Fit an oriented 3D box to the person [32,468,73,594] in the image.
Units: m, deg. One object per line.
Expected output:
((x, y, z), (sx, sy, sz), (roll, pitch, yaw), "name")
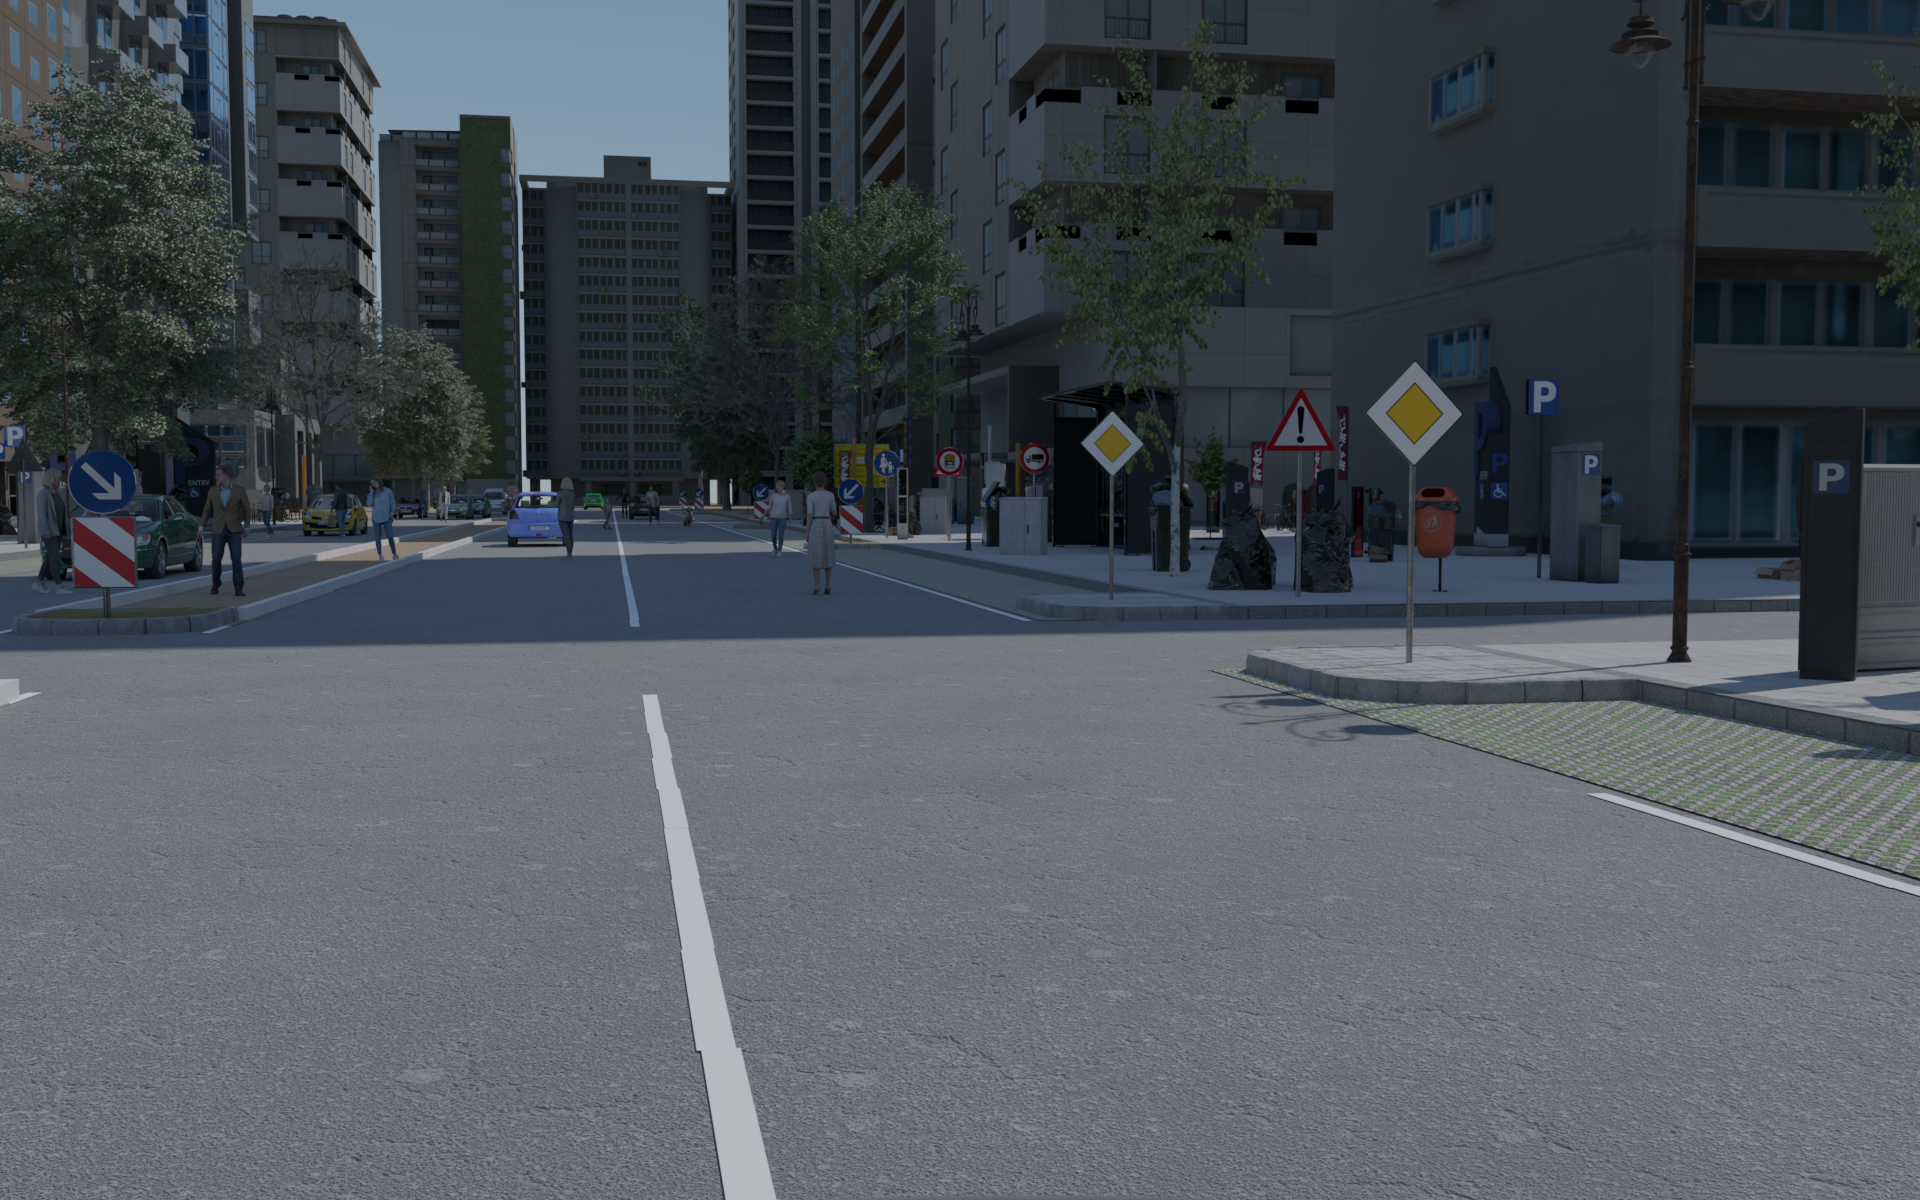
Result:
((-12.996, -0.991, 24.879), (0.728, 1.800, 0.709), (1, 4, 11), "person")

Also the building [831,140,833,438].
((-4.734, -28.840, 155.135), (14.154, 41.232, 14.086), (-1, 4, -11), "building")

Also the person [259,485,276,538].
((-22.609, -2.901, 56.602), (0.731, 1.740, 0.598), (1, 4, 20), "person")

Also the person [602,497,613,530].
((-14.276, -3.513, 70.203), (0.640, 1.303, 0.475), (3, 4, 36), "person")

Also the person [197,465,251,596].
((-10.318, -0.971, 24.283), (0.656, 1.842, 0.836), (-3, 5, -45), "person")

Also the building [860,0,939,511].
((4.939, -30.606, 124.112), (21.300, 48.544, 21.600), (-1, 4, -11), "building")

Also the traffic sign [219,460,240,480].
((-27.106, -3.922, 64.228), (0.768, 2.556, 0.104), (-1, 4, -10), "traffic sign")

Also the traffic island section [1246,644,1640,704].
((3.434, 0.556, 13.187), (2.009, 0.180, 2.903), (-1, 4, -11), "traffic island section")

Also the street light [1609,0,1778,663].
((5.504, -2.464, 13.078), (0.468, 5.910, 1.993), (-1, 4, -11), "street light")

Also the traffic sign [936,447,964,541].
((-0.289, -2.885, 47.272), (0.768, 2.556, 0.104), (-1, 4, -11), "traffic sign")

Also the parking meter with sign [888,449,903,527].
((-2.422, -4.336, 67.146), (0.543, 3.016, 1.738), (-1, 4, -21), "parking meter with sign")

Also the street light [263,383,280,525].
((-28.672, -6.083, 72.245), (0.468, 5.910, 1.993), (-1, 4, -11), "street light")

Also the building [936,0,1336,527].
((14.389, -30.133, 81.914), (28.713, 52.752, 27.495), (-1, 4, -11), "building")

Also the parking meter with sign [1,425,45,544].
((-24.005, -2.971, 44.837), (0.543, 3.016, 1.738), (0, 4, -3), "parking meter with sign")

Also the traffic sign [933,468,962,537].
((-0.375, -3.163, 51.723), (0.884, 2.594, 0.081), (0, 4, -4), "traffic sign")

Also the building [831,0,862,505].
((-2.663, -30.018, 140.906), (14.600, 45.320, 14.200), (-1, 4, -11), "building")

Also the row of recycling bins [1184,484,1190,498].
((6.332, -2.930, 55.023), (1.069, 1.692, 3.534), (2, 4, 29), "row of recycling bins")

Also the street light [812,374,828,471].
((-5.424, -5.769, 67.110), (0.468, 5.910, 1.993), (-1, 4, -11), "street light")

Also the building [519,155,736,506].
((-38.570, -31.177, 201.630), (23.993, 40.220, 32.217), (-1, 4, -11), "building")

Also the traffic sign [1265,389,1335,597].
((4.196, -1.311, 21.432), (0.884, 2.594, 0.081), (0, 4, -6), "traffic sign")

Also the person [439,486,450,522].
((-26.363, -4.901, 88.501), (0.514, 1.842, 0.818), (-2, 4, -28), "person")

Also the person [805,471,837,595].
((-2.002, -0.958, 24.730), (0.480, 1.755, 0.524), (-2, 4, -28), "person")

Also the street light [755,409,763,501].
((-10.980, -7.452, 94.620), (0.468, 5.910, 1.993), (-1, 4, -11), "street light")

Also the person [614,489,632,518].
((-19.959, -5.742, 102.911), (1.217, 1.766, 0.721), (0, 4, 6), "person")

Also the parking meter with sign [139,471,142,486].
((-27.750, -3.770, 57.901), (1.738, 3.016, 0.543), (-1, 4, -11), "parking meter with sign")

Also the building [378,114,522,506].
((-55.509, -30.931, 189.311), (14.086, 41.232, 14.154), (-1, 4, -11), "building")

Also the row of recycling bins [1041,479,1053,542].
((3.731, -2.370, 45.862), (3.534, 1.692, 1.069), (1, 4, 22), "row of recycling bins")

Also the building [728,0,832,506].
((-15.738, -46.614, 200.397), (20.611, 71.187, 20.563), (-1, 4, -11), "building")

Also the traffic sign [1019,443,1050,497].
((1.851, -2.625, 43.023), (0.768, 2.556, 0.104), (0, 4, -5), "traffic sign")

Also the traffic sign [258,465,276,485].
((-30.509, -4.660, 76.293), (0.768, 2.556, 0.104), (0, 4, -6), "traffic sign")

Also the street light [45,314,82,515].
((-23.097, -4.401, 44.739), (0.468, 5.910, 1.993), (-1, 4, -11), "street light")

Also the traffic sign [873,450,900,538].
((-2.137, -3.082, 50.502), (0.768, 2.556, 0.104), (0, 4, -2), "traffic sign")

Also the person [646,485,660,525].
((-14.442, -4.470, 81.425), (0.661, 1.843, 0.795), (1, 4, 12), "person")

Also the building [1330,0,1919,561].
((21.338, -25.715, 44.150), (21.600, 48.544, 21.300), (-1, 4, -11), "building")

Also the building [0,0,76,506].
((-48.577, -25.998, 75.172), (14.600, 45.320, 14.200), (-1, 4, -11), "building")

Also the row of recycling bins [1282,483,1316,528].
((14.069, -3.605, 66.056), (3.534, 1.692, 1.069), (0, 4, -6), "row of recycling bins")

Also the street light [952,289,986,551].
((0.195, -4.060, 39.172), (0.468, 5.910, 1.993), (-1, 4, -11), "street light")

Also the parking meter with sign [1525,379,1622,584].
((9.067, -1.790, 25.520), (0.543, 3.016, 1.738), (-1, 4, -17), "parking meter with sign")

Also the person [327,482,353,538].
((-20.313, -2.947, 56.670), (0.794, 1.824, 0.713), (-3, 5, -42), "person")

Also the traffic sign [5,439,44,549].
((-22.015, -2.492, 40.754), (0.884, 2.594, 0.081), (0, 4, -3), "traffic sign")

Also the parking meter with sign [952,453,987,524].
((0.231, -4.736, 73.699), (1.738, 3.016, 0.543), (1, 4, 14), "parking meter with sign")

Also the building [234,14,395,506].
((-77.512, -36.849, 191.724), (27.495, 52.752, 28.713), (-1, 4, -11), "building")

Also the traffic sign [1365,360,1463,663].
((3.412, -0.579, 13.105), (0.795, 2.450, 0.064), (-1, 4, -11), "traffic sign")

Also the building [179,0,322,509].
((-69.442, -50.405, 136.801), (31.000, 86.520, 22.319), (-1, 4, -11), "building")

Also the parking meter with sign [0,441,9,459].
((-33.643, -3.885, 59.787), (1.738, 3.016, 0.543), (2, 4, 34), "parking meter with sign")

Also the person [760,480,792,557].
((-4.188, -1.851, 39.428), (0.731, 1.740, 0.598), (0, 4, -5), "person")

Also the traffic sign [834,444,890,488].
((-3.959, -4.663, 70.118), (2.265, 3.308, 0.079), (-1, 4, -10), "traffic sign")

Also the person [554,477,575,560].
((-8.621, -1.771, 37.636), (0.526, 1.800, 0.537), (3, 5, 40), "person")

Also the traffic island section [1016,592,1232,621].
((1.852, 0.077, 21.014), (2.009, 0.180, 2.903), (-1, 4, -11), "traffic island section")

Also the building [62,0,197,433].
((-58.359, -29.399, 100.284), (23.786, 49.044, 30.456), (-1, 4, -11), "building")

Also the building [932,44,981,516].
((5.201, -20.447, 106.011), (14.160, 30.474, 14.107), (-1, 4, -11), "building")

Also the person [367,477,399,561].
((-12.262, -1.717, 36.844), (0.793, 1.790, 0.793), (-3, 5, -41), "person")
